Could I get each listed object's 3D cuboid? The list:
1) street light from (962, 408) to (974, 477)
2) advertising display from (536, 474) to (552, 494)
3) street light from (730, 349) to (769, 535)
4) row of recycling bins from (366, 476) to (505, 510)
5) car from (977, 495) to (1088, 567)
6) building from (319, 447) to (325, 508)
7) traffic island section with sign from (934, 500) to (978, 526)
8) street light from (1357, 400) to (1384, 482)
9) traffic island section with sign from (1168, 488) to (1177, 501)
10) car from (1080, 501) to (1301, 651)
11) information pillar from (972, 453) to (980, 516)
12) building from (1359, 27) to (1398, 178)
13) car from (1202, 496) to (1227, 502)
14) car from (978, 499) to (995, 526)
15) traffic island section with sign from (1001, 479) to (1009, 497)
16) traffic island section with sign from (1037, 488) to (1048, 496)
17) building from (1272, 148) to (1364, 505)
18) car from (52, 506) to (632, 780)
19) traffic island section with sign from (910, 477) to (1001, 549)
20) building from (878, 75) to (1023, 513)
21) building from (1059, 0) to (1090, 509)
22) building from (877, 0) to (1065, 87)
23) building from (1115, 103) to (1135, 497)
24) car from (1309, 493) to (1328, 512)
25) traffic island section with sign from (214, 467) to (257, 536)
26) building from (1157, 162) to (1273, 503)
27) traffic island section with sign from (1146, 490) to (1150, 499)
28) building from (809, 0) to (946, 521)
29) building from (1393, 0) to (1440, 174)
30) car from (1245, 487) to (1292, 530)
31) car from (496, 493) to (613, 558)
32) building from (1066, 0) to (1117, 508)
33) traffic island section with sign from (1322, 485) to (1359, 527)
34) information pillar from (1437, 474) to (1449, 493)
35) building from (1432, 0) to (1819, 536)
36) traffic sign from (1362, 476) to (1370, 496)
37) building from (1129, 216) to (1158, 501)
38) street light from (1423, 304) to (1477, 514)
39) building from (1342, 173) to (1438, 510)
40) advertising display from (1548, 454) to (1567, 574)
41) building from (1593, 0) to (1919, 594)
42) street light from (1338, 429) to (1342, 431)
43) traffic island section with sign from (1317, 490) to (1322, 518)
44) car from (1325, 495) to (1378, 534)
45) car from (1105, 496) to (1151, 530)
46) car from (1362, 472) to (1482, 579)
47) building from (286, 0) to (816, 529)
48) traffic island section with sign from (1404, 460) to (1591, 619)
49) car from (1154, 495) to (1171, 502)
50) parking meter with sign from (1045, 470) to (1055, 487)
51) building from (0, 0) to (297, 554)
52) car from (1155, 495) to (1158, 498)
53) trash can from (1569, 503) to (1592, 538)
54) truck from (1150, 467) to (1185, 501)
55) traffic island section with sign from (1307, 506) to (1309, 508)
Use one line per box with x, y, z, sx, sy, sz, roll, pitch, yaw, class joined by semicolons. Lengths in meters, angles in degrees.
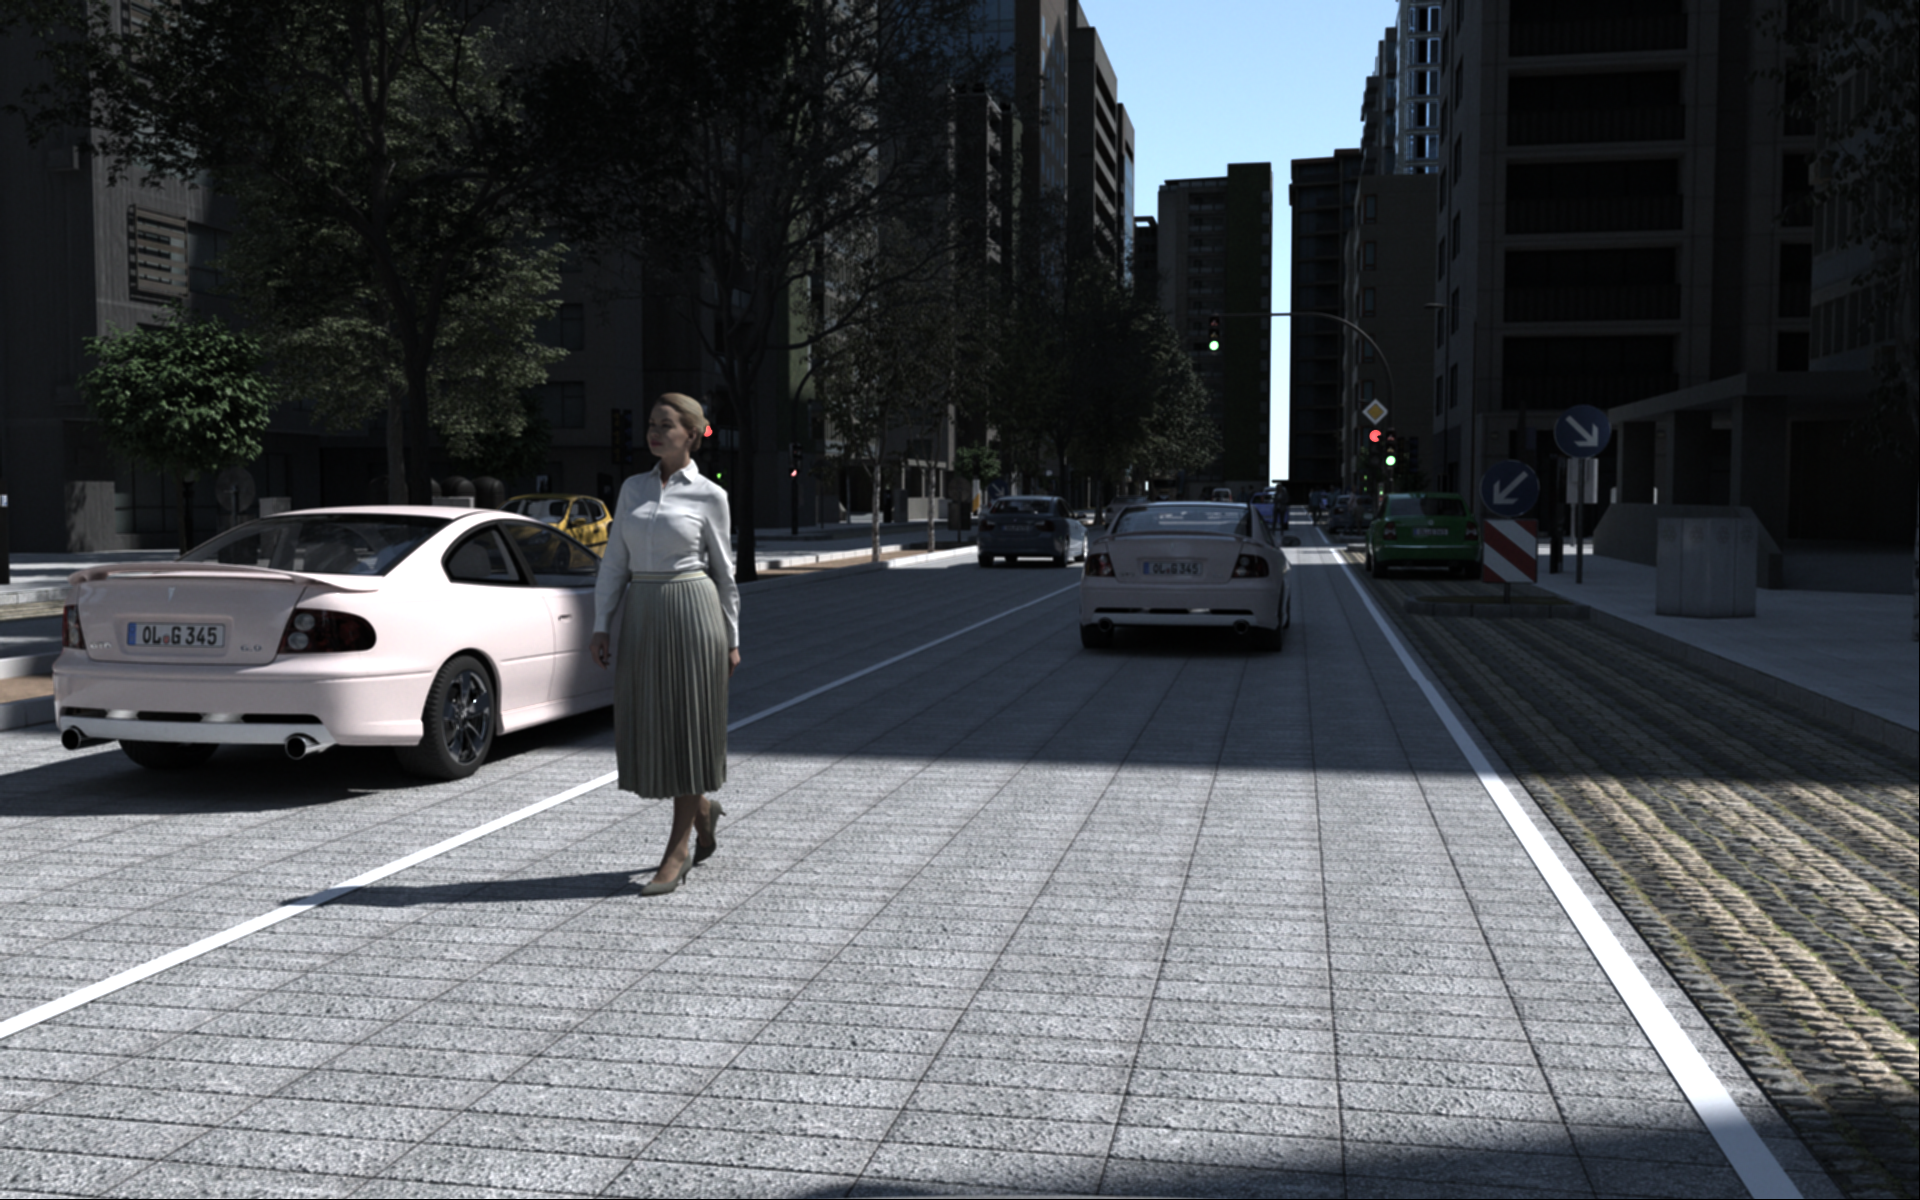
0.663;-7.330;92.388;1.470;5.913;1.316;1;4;11;street light
-13.309;-3.069;55.398;0.123;1.923;0.974;-3;4;-37;advertising display
-6.665;-5.014;54.513;1.470;5.913;1.316;1;4;11;street light
-11.911;-1.991;39.665;1.069;1.692;3.534;3;4;36;row of recycling bins
1.505;-1.421;35.235;2.014;1.417;4.499;1;4;12;car
-28.328;-25.393;65.294;14.200;45.320;14.600;1;4;11;building
-0.076;-4.317;79.214;1.989;1.847;2.006;1;4;11;traffic island section with sign
20.288;-6.905;85.439;1.470;5.913;1.316;1;4;11;street light
15.495;-7.245;126.592;2.006;1.907;1.989;1;4;11;traffic island section with sign
2.333;-0.302;17.297;2.083;1.381;4.827;1;4;12;car
0.914;-6.620;99.595;0.504;3.616;0.183;3;5;44;information pillar
53.042;-34.276;180.018;23.786;49.044;30.456;1;4;11;building
17.204;-6.442;117.912;1.945;1.354;3.894;1;4;9;car
1.942;-3.569;70.718;2.083;1.381;4.827;1;4;10;car
1.276;-2.732;52.806;2.006;1.907;1.989;1;4;11;traffic island section with sign
5.022;-5.936;105.685;1.989;1.847;2.006;1;4;11;traffic island section with sign
54.009;-34.379;216.722;28.867;44.769;22.147;1;4;11;building
-3.078;0.132;10.200;2.083;1.381;4.827;1;4;13;car
-0.136;-2.287;45.534;2.006;1.907;1.989;1;4;11;traffic island section with sign
-3.556;-21.490;123.069;14.160;30.474;14.107;1;4;11;building
0.981;-43.766;153.825;20.563;71.187;20.611;1;4;11;building
0.462;-29.742;136.390;14.600;45.320;14.200;1;4;11;building
11.922;-33.396;196.128;14.200;45.320;14.600;1;4;11;building
28.451;-7.750;136.302;1.945;1.707;3.694;1;4;9;car
-10.620;-0.974;24.556;1.989;1.847;2.006;1;4;11;traffic island section with sign
31.902;-32.632;217.132;14.086;41.232;14.154;1;4;11;building
19.513;-10.532;180.826;1.989;1.847;2.006;1;4;11;traffic island section with sign
-17.615;-24.405;90.905;32.217;40.220;23.993;1;4;11;building
46.488;-51.115;148.407;22.319;86.520;31.000;1;4;11;building
12.461;-3.703;70.128;1.945;1.707;3.694;1;4;11;car
-7.334;-1.240;30.495;2.015;1.641;3.980;1;4;9;car
4.167;-33.771;175.862;21.300;48.544;21.600;1;4;11;building
16.984;-4.106;75.759;1.989;1.847;2.006;1;4;11;traffic island section with sign
17.433;-3.553;62.580;0.304;2.012;0.304;-1;4;-13;information pillar
27.734;-37.914;58.151;20.611;71.187;20.563;1;4;11;building
22.320;-5.773;94.497;0.768;2.556;0.104;1;4;19;traffic sign
14.868;-32.874;229.373;23.993;40.220;32.217;1;4;11;building
12.002;-4.270;42.360;1.470;5.913;1.316;1;4;11;street light
37.968;-15.950;105.822;27.650;21.520;28.899;1;4;11;building
9.721;-1.405;28.182;0.123;1.923;0.974;2;4;28;advertising display
27.963;-20.421;25.758;32.217;40.220;23.993;1;4;11;building
27.812;-9.292;124.466;1.470;5.913;1.316;1;4;11;street light
22.095;-5.725;102.227;1.989;1.847;2.006;1;4;11;traffic island section with sign
14.270;-3.110;62.850;2.014;1.417;4.499;1;4;11;car
6.893;-3.484;69.329;2.083;1.381;4.827;1;4;12;car
8.104;-1.326;30.476;1.959;1.807;4.718;1;4;11;car
-13.949;-23.186;62.686;14.154;41.232;14.086;1;4;11;building
6.396;-0.746;20.817;1.989;1.847;2.006;1;4;11;traffic island section with sign
18.443;-8.838;157.082;1.945;1.354;3.894;1;4;12;car
6.639;-7.976;126.669;0.543;3.016;1.738;0;4;-6;parking meter with sign
-23.853;-22.038;43.916;14.086;41.232;14.154;1;4;11;building
19.291;-9.296;164.350;2.083;1.381;4.827;1;4;12;car
18.262;-2.405;50.976;0.748;1.137;0.748;0;3;0;trash can
21.116;-11.410;175.463;2.839;4.237;11.283;1;4;12;truck
31.498;-8.706;150.967;1.989;1.847;2.006;1;4;11;traffic island section with sign
